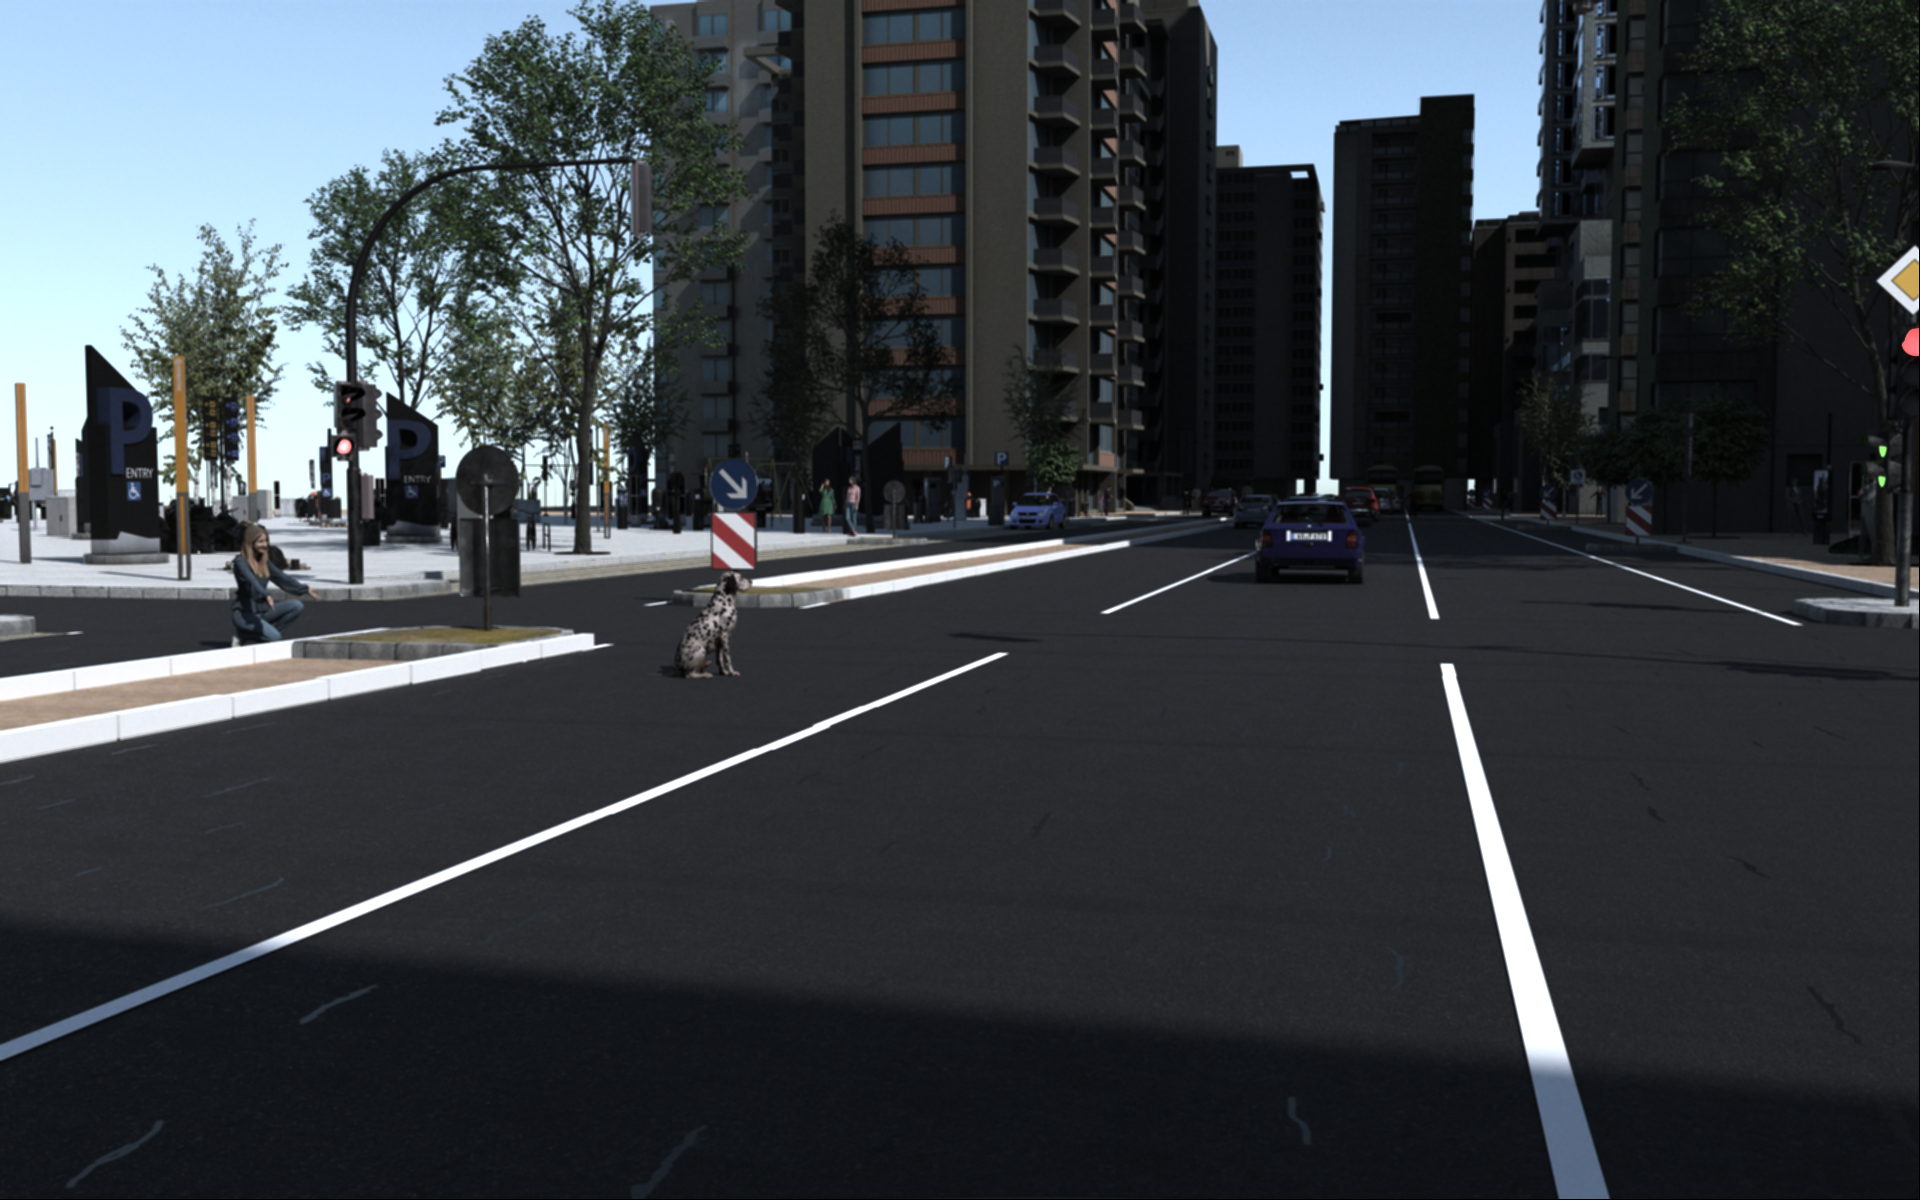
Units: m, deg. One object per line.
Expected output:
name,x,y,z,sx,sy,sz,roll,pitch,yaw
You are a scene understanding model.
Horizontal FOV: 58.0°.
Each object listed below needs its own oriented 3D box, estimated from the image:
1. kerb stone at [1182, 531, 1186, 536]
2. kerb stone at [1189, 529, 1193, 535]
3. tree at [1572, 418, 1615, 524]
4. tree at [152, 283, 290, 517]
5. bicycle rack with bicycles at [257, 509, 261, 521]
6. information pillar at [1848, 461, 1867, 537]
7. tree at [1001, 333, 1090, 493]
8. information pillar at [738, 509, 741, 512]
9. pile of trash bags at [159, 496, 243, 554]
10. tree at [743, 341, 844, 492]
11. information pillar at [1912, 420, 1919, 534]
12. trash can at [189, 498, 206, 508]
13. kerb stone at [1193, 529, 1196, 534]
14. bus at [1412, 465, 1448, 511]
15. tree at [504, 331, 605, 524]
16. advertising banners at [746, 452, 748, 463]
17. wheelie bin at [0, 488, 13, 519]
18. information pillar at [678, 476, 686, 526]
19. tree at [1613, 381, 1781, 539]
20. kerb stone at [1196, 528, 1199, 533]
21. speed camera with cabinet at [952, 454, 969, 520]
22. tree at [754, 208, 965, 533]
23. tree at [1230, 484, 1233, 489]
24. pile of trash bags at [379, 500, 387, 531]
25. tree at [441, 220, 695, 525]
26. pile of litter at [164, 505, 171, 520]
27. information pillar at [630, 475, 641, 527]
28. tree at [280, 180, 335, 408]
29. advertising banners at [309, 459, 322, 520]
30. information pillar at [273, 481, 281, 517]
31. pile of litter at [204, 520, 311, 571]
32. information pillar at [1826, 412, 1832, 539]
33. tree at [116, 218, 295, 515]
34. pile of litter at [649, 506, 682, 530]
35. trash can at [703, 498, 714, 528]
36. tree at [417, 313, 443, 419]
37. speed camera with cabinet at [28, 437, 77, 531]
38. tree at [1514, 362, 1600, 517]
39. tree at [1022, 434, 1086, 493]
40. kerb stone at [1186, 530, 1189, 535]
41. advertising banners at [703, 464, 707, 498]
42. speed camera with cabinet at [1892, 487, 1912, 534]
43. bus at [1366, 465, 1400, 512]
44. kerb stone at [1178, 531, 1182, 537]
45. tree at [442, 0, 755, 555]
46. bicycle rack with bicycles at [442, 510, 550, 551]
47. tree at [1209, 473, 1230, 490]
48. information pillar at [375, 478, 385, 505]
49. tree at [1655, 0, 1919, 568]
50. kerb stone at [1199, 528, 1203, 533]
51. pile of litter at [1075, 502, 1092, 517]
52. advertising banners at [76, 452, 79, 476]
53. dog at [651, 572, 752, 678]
kerb stone,7.450,-2.237,58.764,0.120,0.150,1.000,1,4,14
kerb stone,7.966,-2.356,60.747,0.120,0.150,1.000,1,4,14
tree,22.399,-4.368,55.133,4.285,4.588,4.351,0,3,0
tree,-26.352,-6.801,61.551,4.360,8.622,3.978,0,3,0
bicycle rack with bicycles,-34.358,-4.183,81.780,2.925,0.926,2.852,1,4,9
information pillar,20.336,-2.122,39.184,0.304,2.012,0.304,-3,5,-40
tree,3.691,-7.941,80.196,4.737,8.622,4.395,0,3,0
information pillar,-11.714,-5.286,90.920,0.304,2.012,0.304,3,5,40
pile of trash bags,-17.010,-1.679,37.212,1.912,1.369,3.447,1,4,14
tree,-8.023,-8.070,82.314,4.360,8.622,3.978,0,3,0
information pillar,27.689,-3.581,49.896,0.183,3.616,0.504,-1,4,-19
trash can,-28.960,-3.302,65.637,0.748,1.137,0.748,0,3,0
kerb stone,8.210,-2.419,61.747,0.120,0.150,1.000,1,4,14
bus,40.178,-9.586,148.274,2.896,3.916,12.252,1,4,16
tree,-17.284,-7.612,74.816,4.360,8.622,3.978,0,3,0
advertising banners,-8.627,-4.584,71.137,0.090,3.025,2.074,-1,4,-15
wheelie bin,-48.923,-4.933,88.563,0.980,1.594,0.693,0,4,5
information pillar,-11.271,-4.010,70.055,0.304,2.012,0.304,-1,4,-22
tree,22.050,-4.074,50.327,4.285,4.588,4.351,0,3,0
kerb stone,8.466,-2.480,62.744,0.120,0.150,1.000,1,4,14
speed camera with cabinet,-0.012,-5.611,86.071,0.660,3.252,2.038,0,4,-8
tree,-3.301,-7.505,57.114,7.601,10.594,8.767,0,4,4
tree,25.860,-10.613,168.116,1.663,3.219,1.824,0,3,0
pile of trash bags,-20.239,-3.091,60.291,1.912,1.369,3.447,0,4,8
tree,-10.380,-5.865,46.255,4.737,8.622,4.395,0,3,0
pile of litter,-30.503,-3.197,66.229,1.719,0.858,1.176,2,4,26
information pillar,-12.695,-3.866,67.707,0.304,2.012,0.304,1,4,13
tree,-16.754,-7.732,52.173,9.928,11.665,9.643,0,3,0
advertising banners,-32.140,-5.550,86.932,2.074,3.025,0.090,3,5,43
information pillar,-37.858,-5.596,95.989,0.304,2.012,0.304,-2,4,-27
pile of litter,-11.915,-0.947,29.442,1.719,0.858,1.176,1,4,23
information pillar,24.968,-3.573,49.778,0.183,3.616,0.504,2,4,29
tree,-19.664,-5.847,45.956,4.737,8.622,4.395,0,3,0
pile of litter,-10.658,-2.985,62.776,1.176,0.858,1.719,-1,4,-17
trash can,-9.777,-3.353,66.479,0.748,1.137,0.748,0,3,0
tree,-16.533,-6.676,59.514,4.737,8.622,4.395,0,3,0
speed camera with cabinet,-31.441,-4.049,60.534,2.038,3.252,0.660,0,4,2
tree,33.233,-8.866,95.328,4.737,8.622,4.395,0,3,0
tree,4.900,-6.527,90.434,4.285,4.588,4.351,0,3,0
kerb stone,7.711,-2.297,59.757,0.120,0.150,1.000,1,4,14
advertising banners,-14.832,-6.326,99.620,0.090,3.025,2.074,1,4,9
speed camera with cabinet,23.179,-2.928,42.205,2.038,3.252,0.660,1,4,16
bus,35.324,-9.374,144.813,2.896,3.916,12.252,1,4,14
kerb stone,7.203,-2.176,57.772,0.120,0.150,1.000,1,4,14
tree,-7.888,-6.771,36.465,9.928,11.665,9.643,0,3,0
bicycle rack with bicycles,-10.394,-1.580,39.213,2.852,0.926,2.925,-1,4,-16
tree,23.090,-9.981,157.784,1.663,3.219,1.824,0,3,0
information pillar,-26.874,-4.635,80.279,0.304,2.012,0.304,2,4,31
tree,16.437,-6.415,30.645,9.928,11.665,9.643,0,3,0
kerb stone,8.719,-2.540,63.735,0.120,0.150,1.000,1,4,14
pile of litter,6.785,-5.089,97.166,1.176,0.858,1.719,0,4,-7
advertising banners,-36.667,-4.621,71.746,0.090,3.025,2.074,-1,4,-16
dog,-2.096,0.194,13.671,0.800,0.831,0.513,1,4,13
